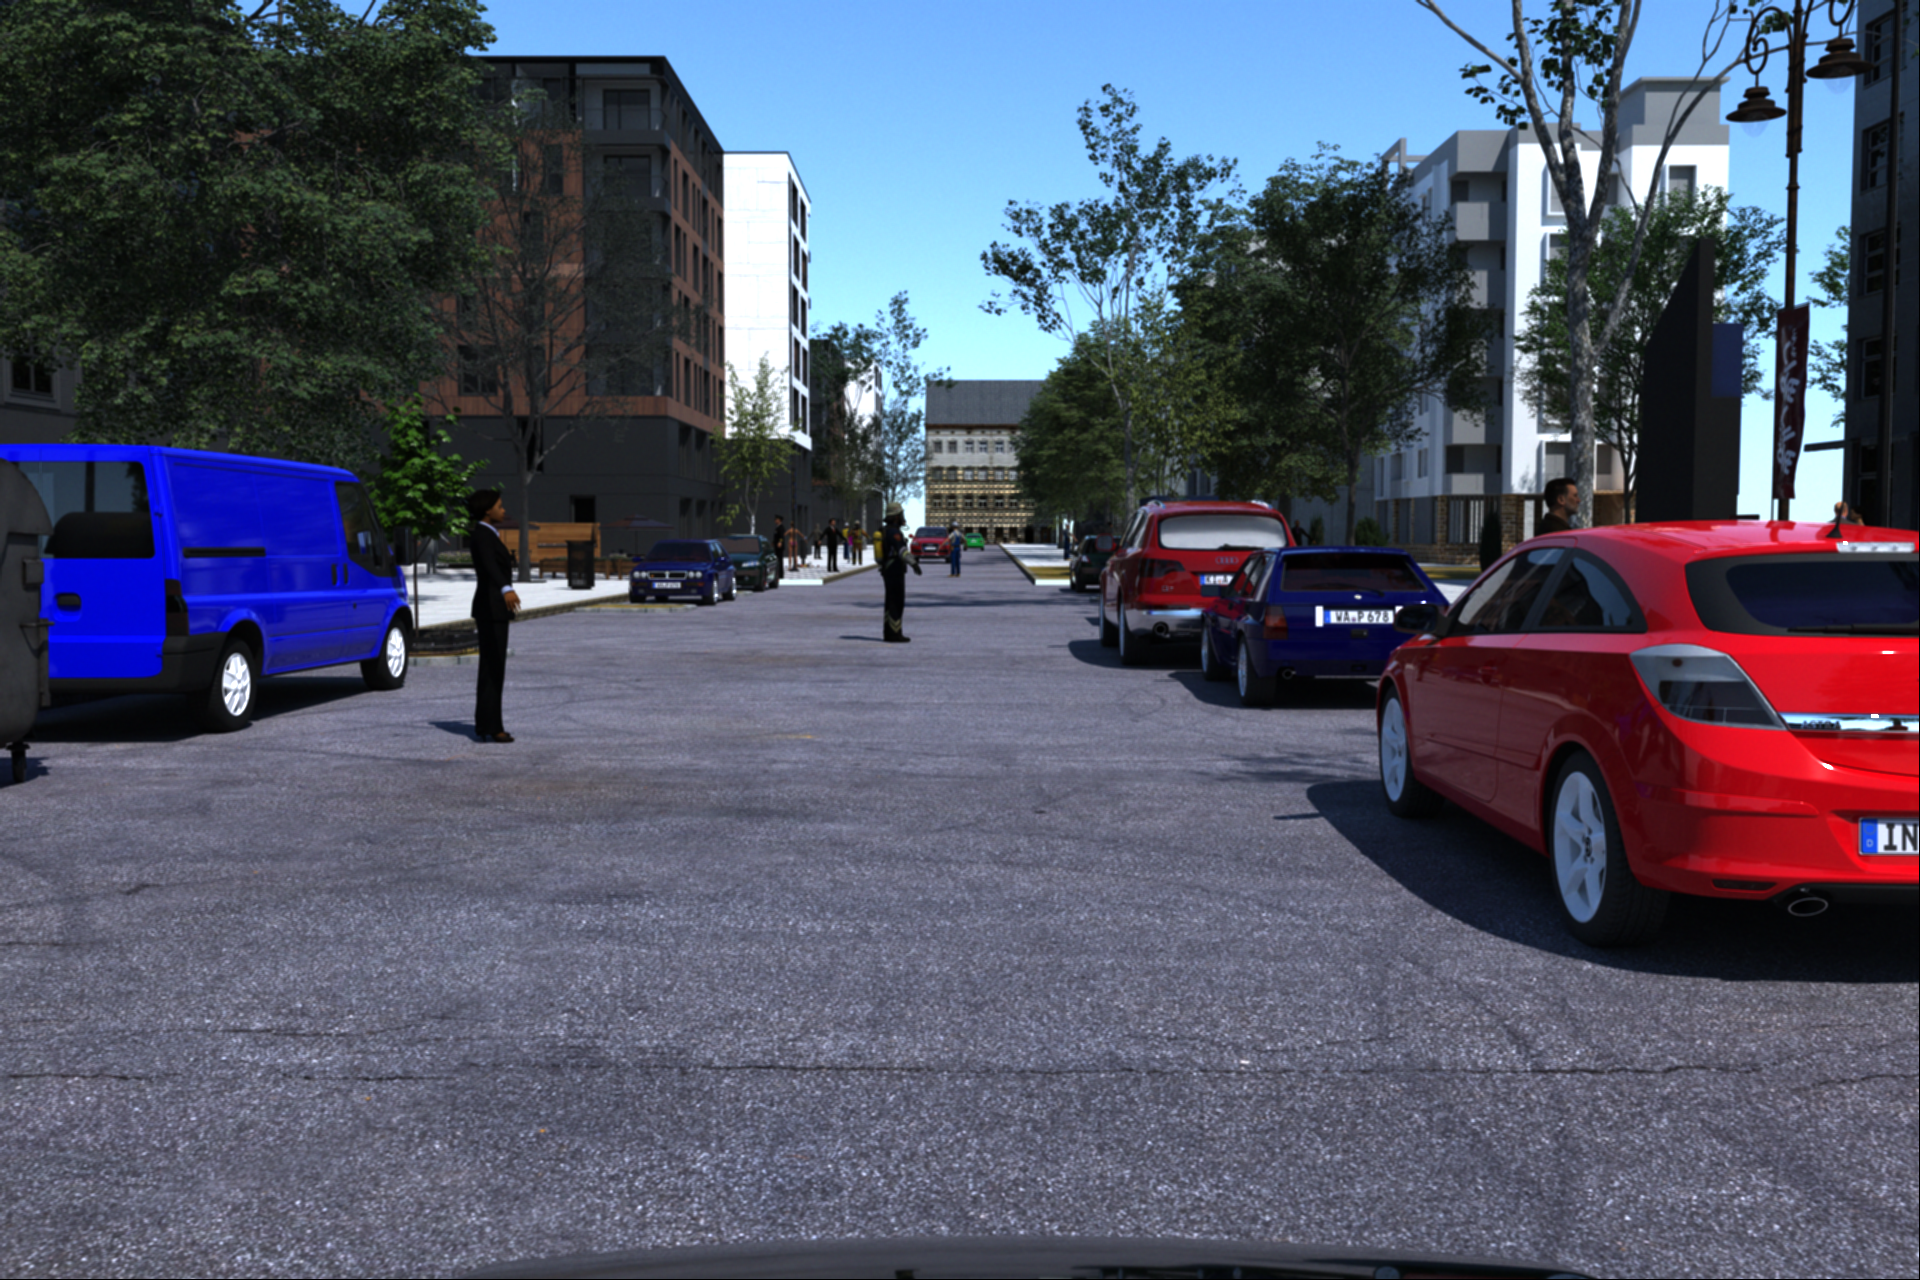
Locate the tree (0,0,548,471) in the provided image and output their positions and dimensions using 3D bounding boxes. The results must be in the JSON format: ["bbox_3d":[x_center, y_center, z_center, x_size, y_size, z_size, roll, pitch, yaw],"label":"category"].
[{"bbox_3d":[-11.410,-7.386,27.416,9.857,13.997,8.962,0,3,0],"label":"tree"}]

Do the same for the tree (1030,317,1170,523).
[{"bbox_3d":[7.390,-10.594,91.344,7.486,12.596,7.792,0,3,0],"label":"tree"}]

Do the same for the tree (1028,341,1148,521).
[{"bbox_3d":[7.531,-11.196,101.176,7.486,12.596,7.792,0,3,0],"label":"tree"}]

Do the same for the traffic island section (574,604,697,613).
[{"bbox_3d":[-6.012,-0.590,32.506,1.991,0.108,1.994,0,4,2],"label":"traffic island section"}]

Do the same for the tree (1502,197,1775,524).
[{"bbox_3d":[24.591,-9.355,63.322,12.009,13.543,11.850,0,3,0],"label":"tree"}]

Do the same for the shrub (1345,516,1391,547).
[{"bbox_3d":[15.525,-3.764,65.959,1.690,2.028,1.600,0,3,0],"label":"shrub"}]

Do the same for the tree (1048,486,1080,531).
[{"bbox_3d":[8.605,-11.473,137.938,4.737,8.622,4.395,0,3,0],"label":"tree"}]

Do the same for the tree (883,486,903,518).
[{"bbox_3d":[-9.395,-17.907,243.136,4.360,8.622,3.978,0,3,0],"label":"tree"}]

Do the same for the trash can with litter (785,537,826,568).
[{"bbox_3d":[-5.901,-3.417,66.922,1.678,1.210,2.233,0,4,2],"label":"trash can with litter"}]

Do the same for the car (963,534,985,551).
[{"bbox_3d":[1.171,-8.526,148.192,1.959,1.807,4.718,0,4,1],"label":"car"}]

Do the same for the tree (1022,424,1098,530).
[{"bbox_3d":[8.290,-11.843,128.043,8.767,10.594,7.601,3,5,43],"label":"tree"}]

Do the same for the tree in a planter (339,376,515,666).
[{"bbox_3d":[-6.219,-1.376,19.724,1.991,3.239,1.994,0,4,2],"label":"tree in a planter"}]

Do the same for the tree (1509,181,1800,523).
[{"bbox_3d":[20.336,-7.672,51.198,9.928,11.665,9.643,0,3,0],"label":"tree"}]

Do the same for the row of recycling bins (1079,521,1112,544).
[{"bbox_3d":[4.242,-2.930,55.018,1.069,1.692,3.534,0,4,1],"label":"row of recycling bins"}]

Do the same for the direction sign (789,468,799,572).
[{"bbox_3d":[-5.694,-4.121,59.374,0.379,3.537,0.876,0,4,1],"label":"direction sign"}]

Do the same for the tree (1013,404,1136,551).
[{"bbox_3d":[7.707,-11.126,116.327,8.767,10.594,7.601,-1,4,-20],"label":"tree"}]

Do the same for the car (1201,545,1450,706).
[{"bbox_3d":[3.223,-0.193,15.742,1.945,1.354,3.894,0,4,1],"label":"car"}]

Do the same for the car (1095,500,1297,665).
[{"bbox_3d":[2.782,-0.719,20.433,2.281,1.827,5.304,0,4,1],"label":"car"}]

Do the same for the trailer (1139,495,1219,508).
[{"bbox_3d":[3.394,-1.257,27.609,1.471,1.999,3.904,0,4,1],"label":"trailer"}]

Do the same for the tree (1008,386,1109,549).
[{"bbox_3d":[8.629,-14.744,147.722,9.857,13.997,8.962,0,3,0],"label":"tree"}]

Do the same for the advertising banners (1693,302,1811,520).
[{"bbox_3d":[6.404,-1.099,14.164,0.090,3.025,2.074,0,4,1],"label":"advertising banners"}]

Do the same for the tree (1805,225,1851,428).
[{"bbox_3d":[29.267,-7.697,51.600,9.928,11.665,9.643,0,3,0],"label":"tree"}]

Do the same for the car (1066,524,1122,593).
[{"bbox_3d":[3.684,-2.061,43.477,2.009,1.686,4.222,0,4,1],"label":"car"}]

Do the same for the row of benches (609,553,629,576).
[{"bbox_3d":[-10.771,-2.391,54.563,1.422,0.672,4.104,-1,4,-11],"label":"row of benches"}]

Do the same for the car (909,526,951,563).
[{"bbox_3d":[-1.388,-4.735,86.090,2.281,1.827,5.304,0,4,1],"label":"car"}]

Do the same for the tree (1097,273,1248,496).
[{"bbox_3d":[6.113,-6.082,49.807,4.737,8.622,4.395,0,3,0],"label":"tree"}]

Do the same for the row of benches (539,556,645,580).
[{"bbox_3d":[-10.107,-2.048,48.952,4.104,0.672,1.422,2,4,28],"label":"row of benches"}]

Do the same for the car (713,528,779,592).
[{"bbox_3d":[-5.671,-2.106,44.223,2.009,1.686,4.222,0,4,1],"label":"car"}]

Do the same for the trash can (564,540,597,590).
[{"bbox_3d":[-8.768,-1.738,40.072,0.748,1.137,0.748,0,3,0],"label":"trash can"}]

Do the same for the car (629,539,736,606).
[{"bbox_3d":[-5.725,-1.430,35.953,1.945,1.354,3.894,0,4,1],"label":"car"}]

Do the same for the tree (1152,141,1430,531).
[{"bbox_3d":[10.855,-9.257,58.007,9.857,13.997,8.962,0,3,0],"label":"tree"}]

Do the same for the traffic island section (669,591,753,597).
[{"bbox_3d":[-5.887,-1.070,40.365,1.991,0.108,1.994,0,4,2],"label":"traffic island section"}]

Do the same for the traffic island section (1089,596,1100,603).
[{"bbox_3d":[3.753,-0.843,36.649,1.991,0.108,1.994,0,4,1],"label":"traffic island section"}]

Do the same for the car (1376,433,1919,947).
[{"bbox_3d":[3.062,0.096,7.477,2.155,1.783,4.494,0,4,1],"label":"car"}]

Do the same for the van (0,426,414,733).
[{"bbox_3d":[-6.130,-0.599,14.180,2.240,2.365,5.245,0,4,1],"label":"van"}]

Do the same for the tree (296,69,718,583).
[{"bbox_3d":[-11.504,-8.268,45.555,12.009,13.543,11.850,0,3,0],"label":"tree"}]

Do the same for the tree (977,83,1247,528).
[{"bbox_3d":[6.383,-13.460,75.962,12.611,20.169,13.585,0,3,0],"label":"tree"}]

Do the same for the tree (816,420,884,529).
[{"bbox_3d":[-7.636,-9.906,112.333,4.360,8.622,3.978,0,3,0],"label":"tree"}]
